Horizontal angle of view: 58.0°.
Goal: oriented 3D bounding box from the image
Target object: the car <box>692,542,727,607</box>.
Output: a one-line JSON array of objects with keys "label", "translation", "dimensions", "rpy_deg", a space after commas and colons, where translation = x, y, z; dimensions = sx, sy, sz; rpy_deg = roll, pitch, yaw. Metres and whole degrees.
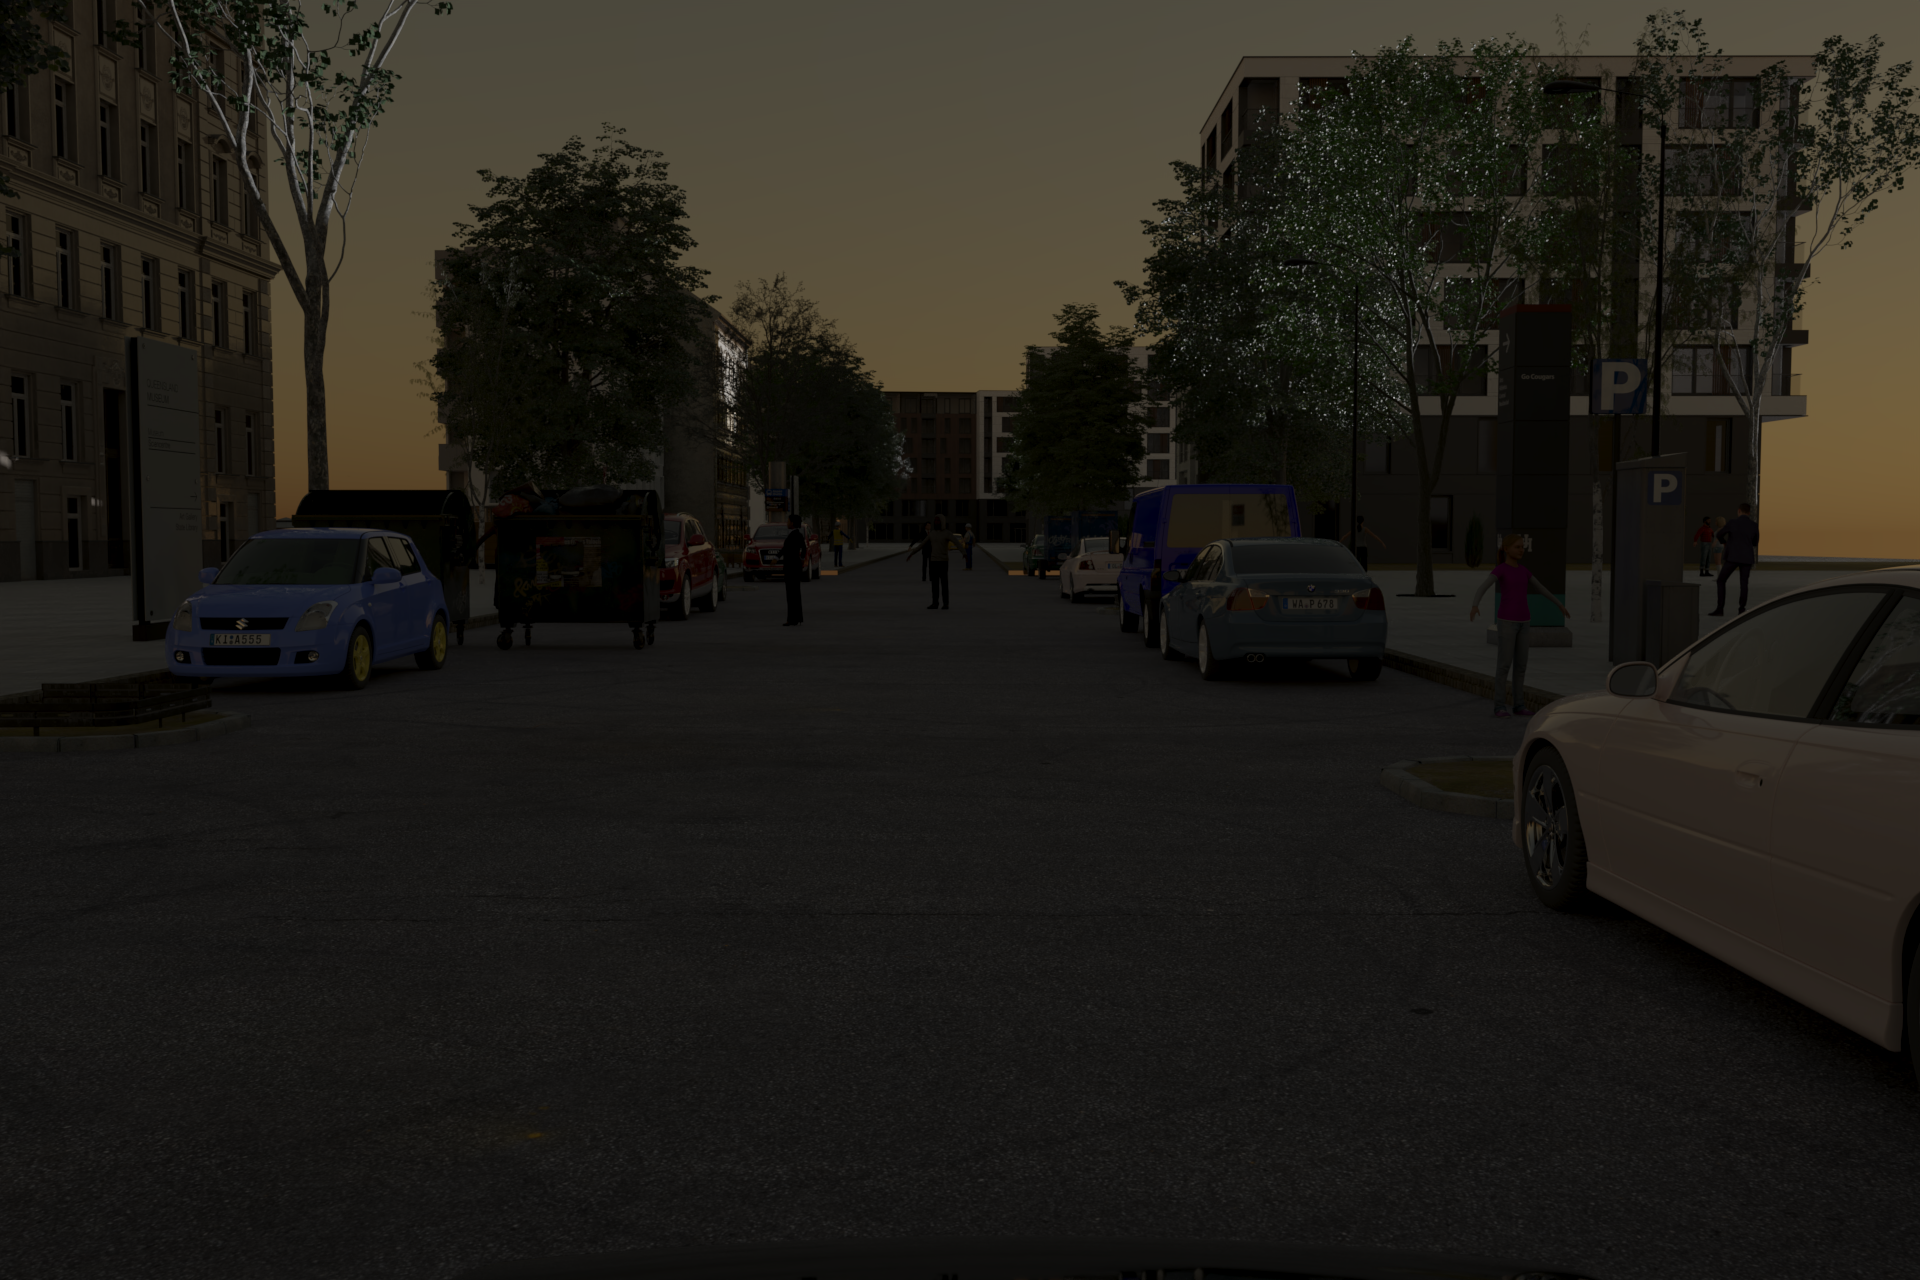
[{"label": "car", "translation": [-5.925, -1.459, 35.653], "dimensions": [2.131, 1.459, 4.920], "rpy_deg": [0, 3, 0]}]

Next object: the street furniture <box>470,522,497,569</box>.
[{"label": "street furniture", "translation": [-16.132, -3.650, 66.532], "dimensions": [9.812, 1.723, 11.010], "rpy_deg": [1, 4, 17]}]

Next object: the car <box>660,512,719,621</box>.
[{"label": "car", "translation": [-5.512, -1.328, 30.389], "dimensions": [2.281, 1.827, 5.304], "rpy_deg": [0, 4, 0]}]

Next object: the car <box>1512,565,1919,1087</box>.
[{"label": "car", "translation": [3.169, 0.440, 5.171], "dimensions": [2.083, 1.381, 4.827], "rpy_deg": [0, 4, 0]}]

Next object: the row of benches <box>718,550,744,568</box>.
[{"label": "row of benches", "translation": [-8.145, -3.062, 65.529], "dimensions": [1.422, 0.672, 4.104], "rpy_deg": [-3, 4, -36]}]

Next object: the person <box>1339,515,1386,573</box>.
[{"label": "person", "translation": [9.823, -2.179, 42.438], "dimensions": [1.217, 1.737, 0.721], "rpy_deg": [2, 4, 25]}]

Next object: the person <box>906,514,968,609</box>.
[{"label": "person", "translation": [-0.401, -1.493, 32.995], "dimensions": [1.348, 1.813, 0.705], "rpy_deg": [2, 4, 30]}]

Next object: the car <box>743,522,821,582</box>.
[{"label": "car", "translation": [-5.459, -2.743, 53.514], "dimensions": [2.281, 1.827, 5.304], "rpy_deg": [0, 4, 0]}]

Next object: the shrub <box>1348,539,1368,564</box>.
[{"label": "shrub", "translation": [14.821, -3.294, 64.980], "dimensions": [1.383, 1.207, 1.383], "rpy_deg": [0, 3, 0]}]

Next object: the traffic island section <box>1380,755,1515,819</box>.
[{"label": "traffic island section", "translation": [3.403, 0.815, 9.548], "dimensions": [1.991, 0.108, 1.994], "rpy_deg": [0, 4, 0]}]

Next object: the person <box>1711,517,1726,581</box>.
[{"label": "person", "translation": [20.490, -2.469, 46.973], "dimensions": [0.721, 1.753, 1.214], "rpy_deg": [2, 4, 27]}]

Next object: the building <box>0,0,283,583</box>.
[{"label": "building", "translation": [-30.982, -15.554, 51.575], "dimensions": [12.463, 27.353, 25.104], "rpy_deg": [0, 3, 0]}]

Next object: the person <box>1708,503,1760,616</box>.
[{"label": "person", "translation": [12.082, -1.258, 27.058], "dimensions": [0.683, 1.767, 0.568], "rpy_deg": [0, 4, 4]}]

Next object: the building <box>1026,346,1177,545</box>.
[{"label": "building", "translation": [21.638, -22.076, 204.912], "dimensions": [27.936, 21.610, 32.646], "rpy_deg": [0, 4, 0]}]

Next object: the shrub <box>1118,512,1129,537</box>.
[{"label": "shrub", "translation": [5.955, -3.592, 62.770], "dimensions": [1.661, 2.075, 1.752], "rpy_deg": [0, 3, 0]}]

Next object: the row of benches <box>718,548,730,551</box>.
[{"label": "row of benches", "translation": [-11.183, -3.849, 78.401], "dimensions": [1.422, 0.672, 4.104], "rpy_deg": [-2, 4, -24]}]

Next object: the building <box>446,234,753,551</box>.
[{"label": "building", "translation": [-26.074, -18.161, 127.866], "dimensions": [19.493, 23.208, 18.063], "rpy_deg": [0, 3, 0]}]

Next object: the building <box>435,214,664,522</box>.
[{"label": "building", "translation": [-25.018, -15.113, 103.524], "dimensions": [16.016, 20.090, 11.380], "rpy_deg": [0, 4, 1]}]

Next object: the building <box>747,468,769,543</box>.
[{"label": "building", "translation": [-26.068, -15.965, 203.175], "dimensions": [9.099, 9.664, 28.070], "rpy_deg": [0, 4, -1]}]

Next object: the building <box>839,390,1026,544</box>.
[{"label": "building", "translation": [-1.074, -25.140, 257.473], "dimensions": [32.646, 21.610, 27.936], "rpy_deg": [0, 4, -7]}]

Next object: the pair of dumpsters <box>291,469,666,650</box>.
[{"label": "pair of dumpsters", "translation": [-6.012, -1.031, 21.815], "dimensions": [4.436, 2.255, 1.574], "rpy_deg": [0, 4, 0]}]

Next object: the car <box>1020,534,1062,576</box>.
[{"label": "car", "translation": [3.185, -2.968, 60.329], "dimensions": [2.131, 1.459, 4.920], "rpy_deg": [0, 4, -1]}]

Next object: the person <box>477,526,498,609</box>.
[{"label": "person", "translation": [-7.756, -1.395, 29.620], "dimensions": [1.215, 1.729, 0.721], "rpy_deg": [0, 4, 3]}]

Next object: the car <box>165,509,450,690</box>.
[{"label": "car", "translation": [-6.320, -0.453, 17.001], "dimensions": [1.945, 1.707, 3.694], "rpy_deg": [0, 3, 0]}]

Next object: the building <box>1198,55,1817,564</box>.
[{"label": "building", "translation": [26.130, -15.088, 90.664], "dimensions": [27.936, 21.610, 32.646], "rpy_deg": [0, 4, 0]}]

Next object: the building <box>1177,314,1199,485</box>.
[{"label": "building", "translation": [25.854, -15.765, 124.213], "dimensions": [16.747, 18.905, 31.486], "rpy_deg": [0, 4, 0]}]

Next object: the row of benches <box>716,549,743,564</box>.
[{"label": "row of benches", "translation": [-9.030, -3.535, 73.266], "dimensions": [4.104, 0.672, 1.422], "rpy_deg": [1, 4, 22]}]

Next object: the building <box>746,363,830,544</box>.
[{"label": "building", "translation": [-26.846, -24.199, 226.579], "dimensions": [19.493, 23.208, 18.063], "rpy_deg": [0, 4, 1]}]

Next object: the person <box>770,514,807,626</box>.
[{"label": "person", "translation": [-2.675, -1.094, 27.073], "dimensions": [0.721, 1.740, 1.216], "rpy_deg": [1, 4, 17]}]

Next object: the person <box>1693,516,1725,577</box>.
[{"label": "person", "translation": [22.507, -2.818, 52.188], "dimensions": [1.345, 1.816, 0.704], "rpy_deg": [-2, 4, -29]}]

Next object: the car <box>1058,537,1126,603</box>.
[{"label": "car", "translation": [3.185, -1.518, 37.187], "dimensions": [2.083, 1.381, 4.827], "rpy_deg": [0, 4, -1]}]

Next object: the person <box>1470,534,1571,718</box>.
[{"label": "person", "translation": [4.361, -0.110, 13.528], "dimensions": [0.991, 1.433, 0.599], "rpy_deg": [-2, 4, -25]}]

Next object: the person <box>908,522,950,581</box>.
[{"label": "person", "translation": [-0.965, -2.692, 52.655], "dimensions": [1.347, 1.806, 0.705], "rpy_deg": [-1, 4, -19]}]

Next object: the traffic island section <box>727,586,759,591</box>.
[{"label": "traffic island section", "translation": [-6.188, -1.309, 44.272], "dimensions": [1.991, 0.108, 1.994], "rpy_deg": [0, 4, 0]}]

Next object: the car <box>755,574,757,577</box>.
[{"label": "car", "translation": [-5.881, -2.846, 58.893], "dimensions": [2.083, 1.381, 4.827], "rpy_deg": [0, 4, 0]}]

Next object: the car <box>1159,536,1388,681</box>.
[{"label": "car", "translation": [3.205, -0.380, 18.223], "dimensions": [2.014, 1.417, 4.499], "rpy_deg": [0, 4, -1]}]

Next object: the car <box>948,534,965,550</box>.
[{"label": "car", "translation": [-0.476, -7.766, 137.196], "dimensions": [2.015, 1.641, 3.980], "rpy_deg": [0, 4, -1]}]
